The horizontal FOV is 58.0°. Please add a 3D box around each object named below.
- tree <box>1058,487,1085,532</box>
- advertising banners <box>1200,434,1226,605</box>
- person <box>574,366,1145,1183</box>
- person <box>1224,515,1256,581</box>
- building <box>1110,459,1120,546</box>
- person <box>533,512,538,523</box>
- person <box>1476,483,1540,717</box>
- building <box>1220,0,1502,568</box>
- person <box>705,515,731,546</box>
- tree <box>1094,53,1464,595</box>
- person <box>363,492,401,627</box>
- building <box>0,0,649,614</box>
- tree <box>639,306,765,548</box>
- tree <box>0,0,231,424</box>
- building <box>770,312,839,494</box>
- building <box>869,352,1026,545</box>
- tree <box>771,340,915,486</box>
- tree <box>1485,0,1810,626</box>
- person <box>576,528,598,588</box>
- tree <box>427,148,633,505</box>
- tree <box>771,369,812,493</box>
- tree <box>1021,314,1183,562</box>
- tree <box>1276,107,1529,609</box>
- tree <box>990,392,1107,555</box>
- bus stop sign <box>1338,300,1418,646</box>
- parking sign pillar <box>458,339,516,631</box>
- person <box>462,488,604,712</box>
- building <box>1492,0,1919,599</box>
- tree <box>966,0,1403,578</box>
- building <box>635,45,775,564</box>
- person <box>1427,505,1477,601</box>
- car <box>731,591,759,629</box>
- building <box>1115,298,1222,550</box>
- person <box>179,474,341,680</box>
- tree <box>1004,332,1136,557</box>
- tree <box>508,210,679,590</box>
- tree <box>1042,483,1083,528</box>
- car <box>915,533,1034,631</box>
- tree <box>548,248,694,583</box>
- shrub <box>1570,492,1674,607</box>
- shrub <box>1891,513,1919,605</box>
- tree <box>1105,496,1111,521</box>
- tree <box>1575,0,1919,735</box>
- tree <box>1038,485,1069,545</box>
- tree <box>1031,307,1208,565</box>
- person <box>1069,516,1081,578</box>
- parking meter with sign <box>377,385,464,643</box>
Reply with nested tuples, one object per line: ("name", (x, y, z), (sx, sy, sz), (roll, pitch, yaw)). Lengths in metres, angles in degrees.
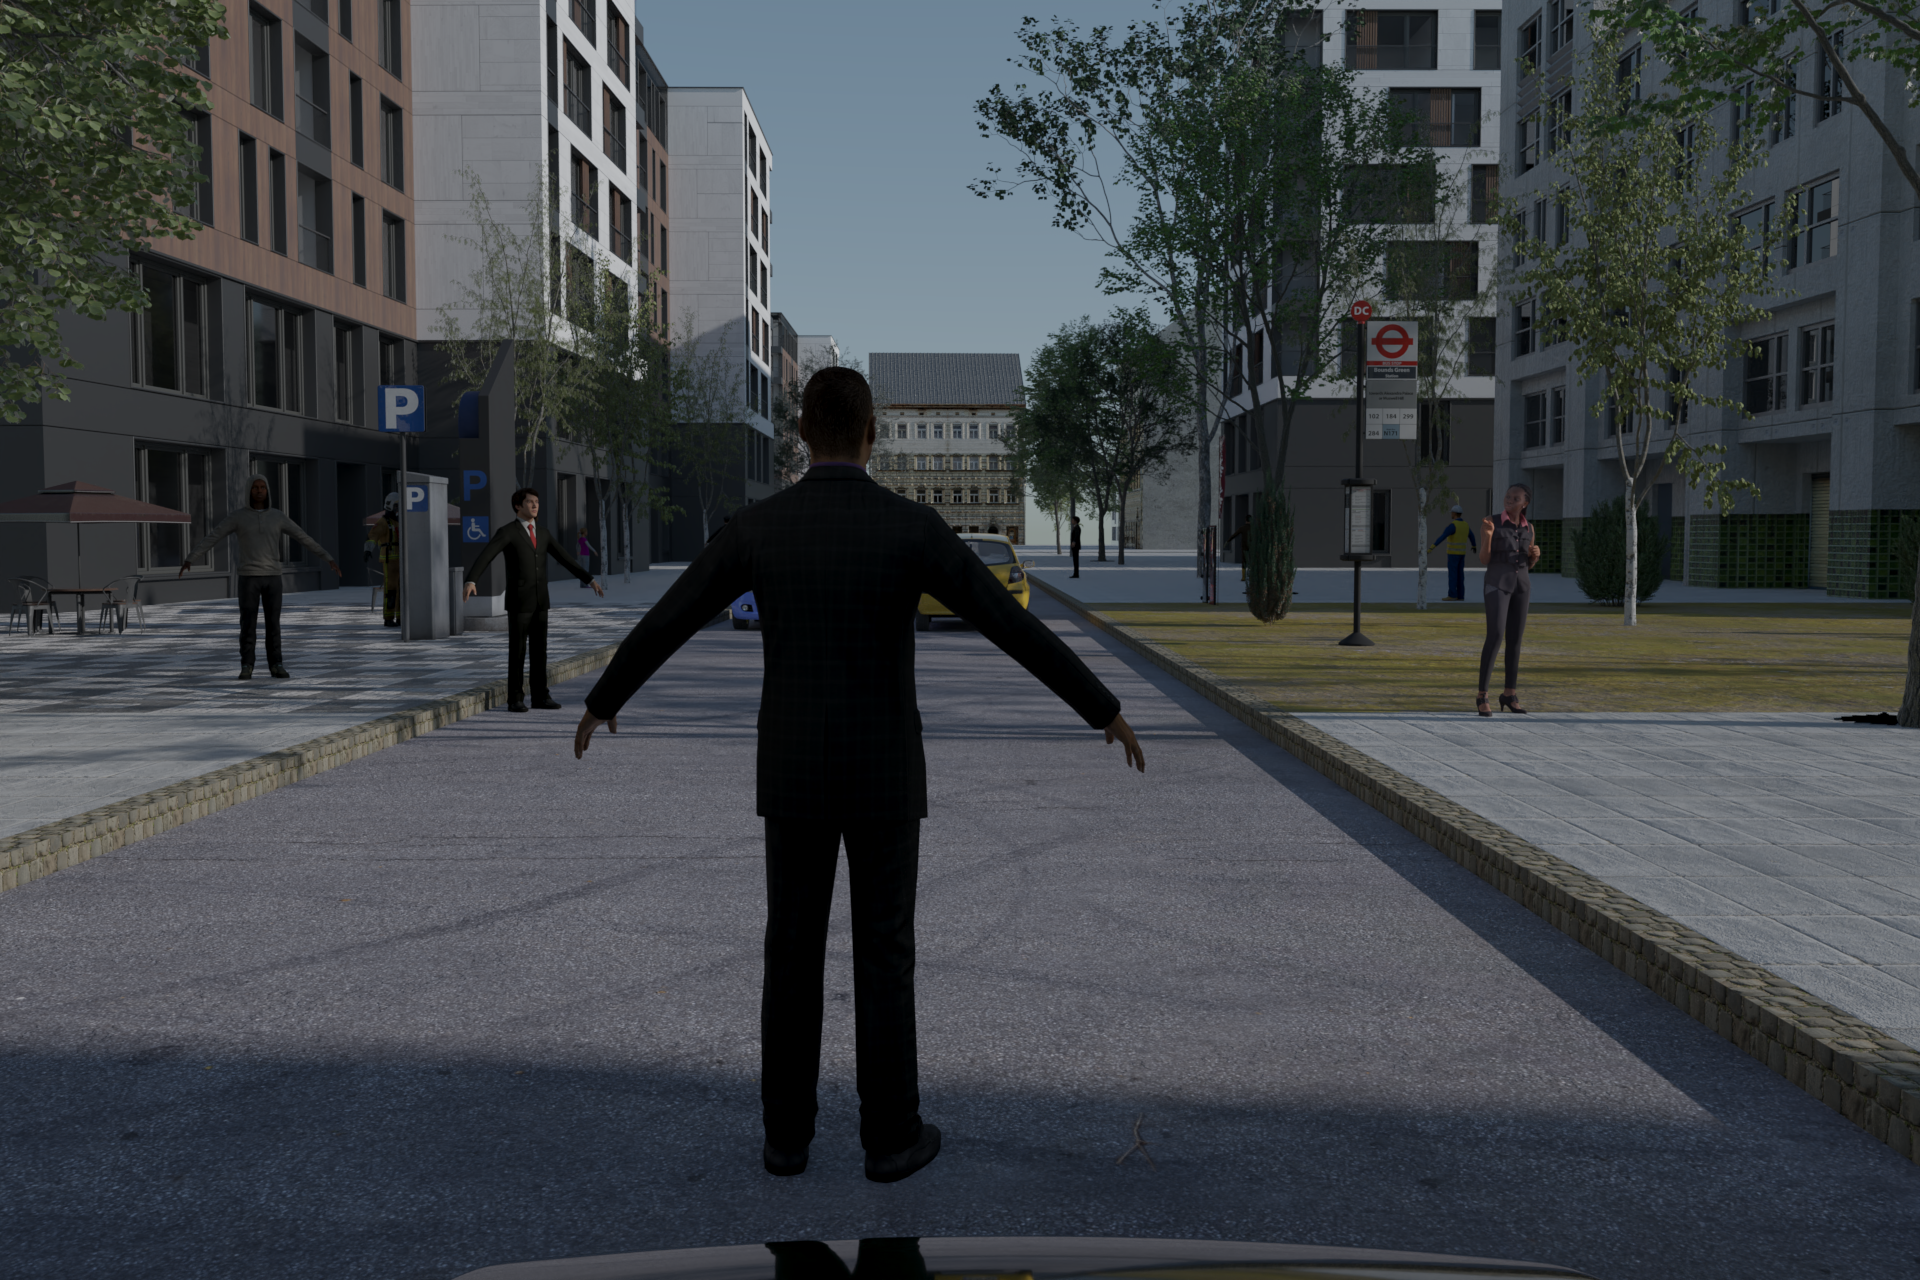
("tree", (13.696, -15.841, 209.363), (4.360, 8.622, 3.978), (0, 3, 0))
("advertising banners", (4.597, -2.157, 31.454), (0.090, 3.025, 2.074), (0, 4, -2))
("person", (-0.263, 0.291, 3.920), (1.346, 1.802, 0.704), (1, 4, 10))
("person", (7.824, -2.497, 46.958), (1.346, 1.812, 0.704), (1, 4, 13))
("building", (21.060, -14.335, 176.516), (9.099, 9.664, 28.070), (0, 3, 0))
("person", (-8.416, -1.697, 34.467), (1.216, 1.740, 0.721), (2, 4, 28))
("person", (3.890, -0.291, 12.274), (0.415, 1.643, 0.593), (2, 4, 32))
("building", (25.853, -14.511, 81.224), (27.936, 21.610, 32.646), (0, 3, 0))
("person", (-6.929, -2.790, 51.553), (1.347, 1.837, 0.705), (0, 4, -5))
("tree", (6.681, -6.784, 36.671), (9.928, 11.665, 9.643), (0, 3, 0))
("person", (-7.818, -1.117, 24.039), (0.705, 1.858, 1.354), (2, 4, 25))
("building", (-24.916, -12.204, 43.506), (27.936, 21.610, 32.646), (0, 4, 1))
("tree", (-8.207, -6.466, 56.077), (4.360, 8.622, 3.978), (0, 3, 0))
("tree", (-8.491, -5.753, 12.182), (7.486, 12.596, 7.792), (0, 3, 0))
("building", (-27.109, -20.295, 175.803), (27.936, 21.610, 32.646), (0, 4, -1))
("building", (-1.926, -22.959, 208.766), (18.063, 23.208, 19.493), (0, 4, -3))
("tree", (-8.357, -12.182, 109.548), (12.009, 13.543, 11.850), (0, 3, 0))
("tree", (9.349, -4.495, 23.863), (4.737, 8.622, 4.395), (0, 3, 0))
("person", (-8.833, -1.939, 40.974), (0.599, 1.433, 0.991), (-3, 4, -39))
("tree", (-8.532, -5.077, 33.378), (4.360, 8.622, 3.978), (0, 3, 0))
("tree", (-9.079, -10.043, 98.619), (8.767, 10.594, 7.601), (0, 4, 5))
("tree", (6.704, -9.484, 80.817), (9.928, 11.665, 9.643), (0, 3, 0))
("tree", (8.115, -4.833, 29.375), (4.360, 8.622, 3.978), (0, 3, 0))
("tree", (5.935, -10.642, 108.404), (7.601, 10.594, 8.767), (2, 4, 25))
("bus stop sign", (4.799, -1.907, 19.879), (0.855, 3.939, 0.416), (0, 4, 0))
("parking sign pillar", (-6.374, -2.136, 23.398), (1.447, 3.967, 1.447), (0, 4, 0))
("person", (-3.495, -0.332, 14.066), (0.705, 1.806, 1.347), (3, 5, 40))
("building", (26.206, -10.726, 41.834), (16.747, 18.905, 31.486), (0, 3, 0))
("tree", (6.110, -11.838, 49.439), (12.611, 20.169, 13.585), (0, 3, 0))
("building", (-23.797, -14.265, 77.200), (27.936, 21.610, 32.646), (0, 4, -1))
("person", (9.500, -1.668, 33.233), (1.349, 1.833, 0.705), (-2, 4, -34))
("car", (-2.576, -1.076, 27.183), (1.945, 1.707, 3.694), (0, 3, 0))
("building", (23.965, -19.507, 149.859), (19.493, 23.208, 18.063), (0, 4, -1))
("person", (-6.210, -0.565, 15.372), (1.348, 1.813, 0.705), (-2, 4, -30))
("tree", (5.976, -10.983, 97.697), (7.486, 12.596, 7.792), (0, 3, 0))
("tree", (-8.132, -5.475, 39.878), (4.360, 8.622, 3.978), (0, 3, 0))
("tree", (6.690, -10.135, 116.066), (4.737, 8.622, 4.395), (0, 3, 0))
("car", (0.174, -1.027, 27.007), (2.015, 1.641, 3.980), (0, 3, 0))
("tree", (-8.658, -5.767, 44.652), (4.737, 8.622, 4.395), (0, 3, 0))
("shrub", (11.730, -1.633, 30.746), (1.661, 2.075, 1.752), (0, 3, 0))
("shrub", (15.216, -1.354, 26.556), (1.690, 2.028, 1.600), (0, 3, 0))
("tree", (19.014, -15.711, 207.243), (4.360, 8.622, 3.978), (0, 3, 0))
("tree", (6.602, -5.218, 11.069), (9.928, 11.665, 9.643), (0, 3, 0))
("tree", (11.212, -15.554, 204.666), (4.737, 8.622, 4.395), (0, 3, 0))
("tree", (6.604, -8.422, 72.105), (8.767, 10.594, 7.601), (2, 4, 24))
("person", (3.343, -2.707, 50.441), (0.705, 1.806, 1.347), (0, 4, 2))
("parking meter with sign", (-6.539, -1.525, 21.198), (0.543, 3.016, 1.738), (0, 3, 0))
